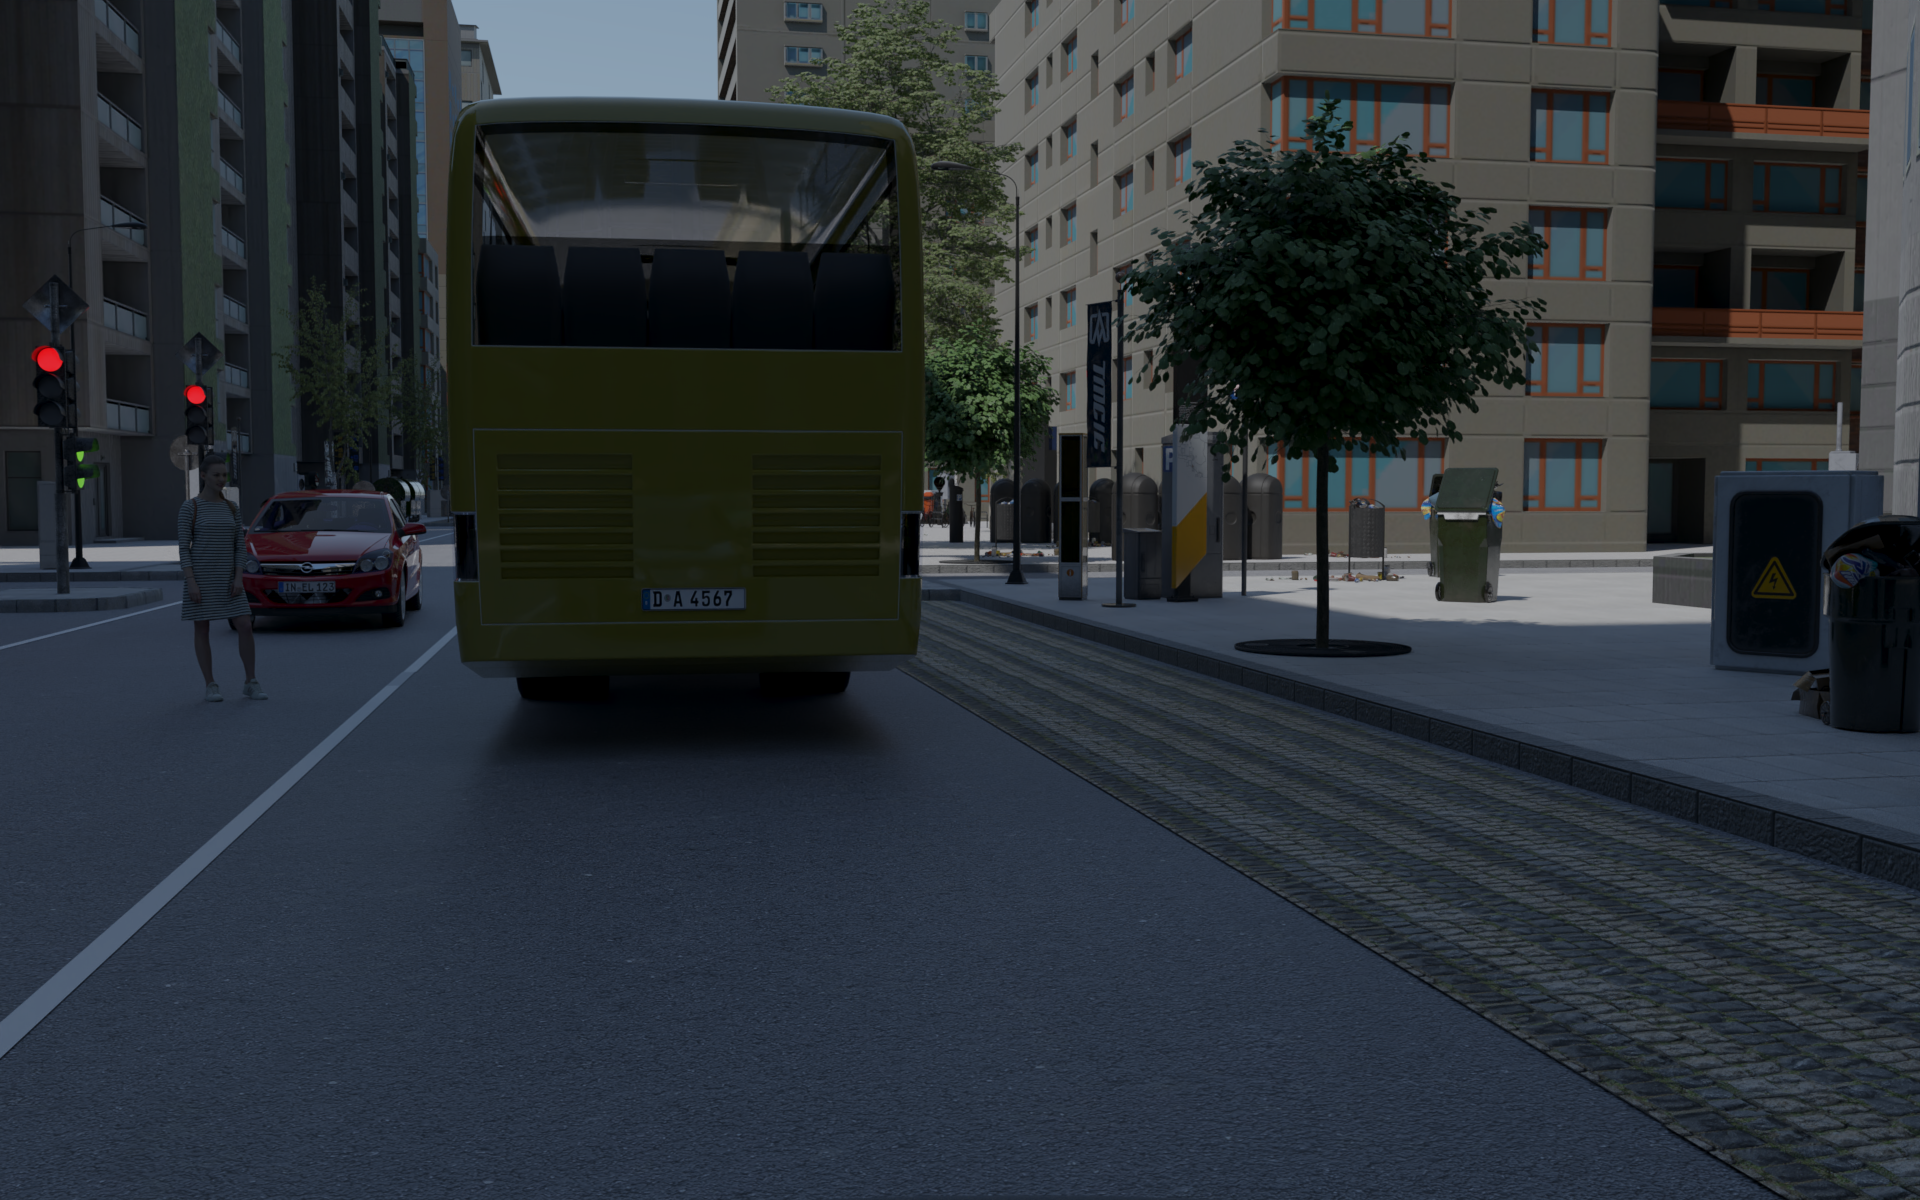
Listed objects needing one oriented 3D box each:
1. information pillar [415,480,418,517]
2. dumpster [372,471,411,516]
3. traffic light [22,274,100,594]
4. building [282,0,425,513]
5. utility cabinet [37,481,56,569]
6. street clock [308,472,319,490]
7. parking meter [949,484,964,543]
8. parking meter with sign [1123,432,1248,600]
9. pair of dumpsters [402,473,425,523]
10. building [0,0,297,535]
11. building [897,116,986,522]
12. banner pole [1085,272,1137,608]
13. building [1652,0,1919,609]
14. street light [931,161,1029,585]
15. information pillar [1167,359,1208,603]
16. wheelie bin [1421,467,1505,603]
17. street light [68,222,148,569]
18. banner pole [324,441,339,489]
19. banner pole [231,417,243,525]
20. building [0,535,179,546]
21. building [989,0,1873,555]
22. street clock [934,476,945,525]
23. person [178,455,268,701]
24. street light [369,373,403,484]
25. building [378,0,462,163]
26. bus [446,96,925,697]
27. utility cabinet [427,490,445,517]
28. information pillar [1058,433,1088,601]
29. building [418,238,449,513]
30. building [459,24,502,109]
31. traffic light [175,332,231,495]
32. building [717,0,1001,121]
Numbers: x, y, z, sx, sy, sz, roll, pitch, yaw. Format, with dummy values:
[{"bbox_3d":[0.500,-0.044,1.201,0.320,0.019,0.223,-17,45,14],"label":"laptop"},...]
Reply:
[{"bbox_3d":[-29.236,-5.421,93.123,0.304,2.012,0.304,1,4,18],"label":"information pillar"},{"bbox_3d":[-24.003,-4.304,72.856,1.502,2.255,1.985,-1,4,-11],"label":"dumpster"},{"bbox_3d":[-11.538,-2.036,22.209,0.839,4.253,0.868,-1,4,-12],"label":"traffic light"},{"bbox_3d":[-41.839,-20.599,108.503,14.160,30.474,14.107,-1,4,-12],"label":"building"},{"bbox_3d":[-15.640,-1.297,29.882,0.318,1.500,1.173,-1,4,-21],"label":"utility cabinet"},{"bbox_3d":[-20.875,-3.145,55.997,0.358,2.002,0.471,0,4,-5],"label":"street clock"},{"bbox_3d":[-0.096,-2.284,45.749,0.372,1.533,0.369,0,3,0],"label":"parking meter"},{"bbox_3d":[2.851,-1.536,21.376,1.738,3.016,0.543,-2,4,-28],"label":"parking meter with sign"},{"bbox_3d":[-25.066,-4.610,77.864,1.574,2.255,4.437,-1,4,-12],"label":"pair of dumpsters"},{"bbox_3d":[-33.926,-23.327,64.994,14.154,41.232,14.086,-1,4,-12],"label":"building"},{"bbox_3d":[4.672,-15.339,95.832,27.650,21.520,28.899,-1,4,-12],"label":"building"},{"bbox_3d":[1.687,-1.822,19.811,0.401,3.779,0.863,-2,4,-32],"label":"banner pole"},{"bbox_3d":[19.804,-28.612,9.813,21.231,58.520,28.212,-1,4,-12],"label":"building"},{"bbox_3d":[0.279,-3.174,24.443,1.470,5.913,1.316,-1,4,-12],"label":"street light"},{"bbox_3d":[2.721,-1.787,20.575,0.504,3.616,0.183,-2,4,-33],"label":"information pillar"},{"bbox_3d":[6.067,-0.782,20.686,0.980,1.594,0.693,3,4,36],"label":"wheelie bin"},{"bbox_3d":[-14.571,-3.492,29.631,1.470,5.913,1.316,-1,4,-12],"label":"street light"},{"bbox_3d":[-25.971,-5.000,71.767,0.401,3.779,0.863,2,4,34],"label":"banner pole"},{"bbox_3d":[-23.654,-4.077,56.683,0.401,3.779,0.863,-3,5,-45],"label":"banner pole"},{"bbox_3d":[-27.915,-22.026,43.719,14.154,41.232,14.086,-1,4,-12],"label":"building"},{"bbox_3d":[17.983,-12.673,52.240,28.899,21.520,27.650,-1,4,-12],"label":"building"},{"bbox_3d":[-0.842,-4.073,71.168,0.471,2.002,0.358,0,4,3],"label":"street clock"},{"bbox_3d":[-5.172,-0.155,12.033,0.522,1.701,0.512,3,5,41],"label":"person"},{"bbox_3d":[-22.135,-5.758,66.690,1.470,5.913,1.316,-1,4,-12],"label":"street light"},{"bbox_3d":[-50.653,-30.581,150.112,14.600,45.320,14.200,-1,4,-12],"label":"building"},{"bbox_3d":[-2.465,-1.444,15.162,2.896,3.916,12.252,-1,4,-10],"label":"bus"},{"bbox_3d":[-28.487,-5.242,94.392,0.318,1.500,1.173,3,4,37],"label":"utility cabinet"},{"bbox_3d":[1.371,-1.006,20.940,0.304,2.012,0.304,1,4,18],"label":"information pillar"},{"bbox_3d":[-52.396,-17.339,128.531,27.650,21.520,28.899,-1,4,-12],"label":"building"},{"bbox_3d":[-67.393,-37.210,197.628,28.713,52.752,27.495,-1,4,-12],"label":"building"},{"bbox_3d":[-13.138,-2.514,30.032,0.839,4.253,0.868,-1,4,-12],"label":"traffic light"},{"bbox_3d":[-6.971,-31.073,131.747,21.300,48.544,21.600,-1,4,-12],"label":"building"}]
